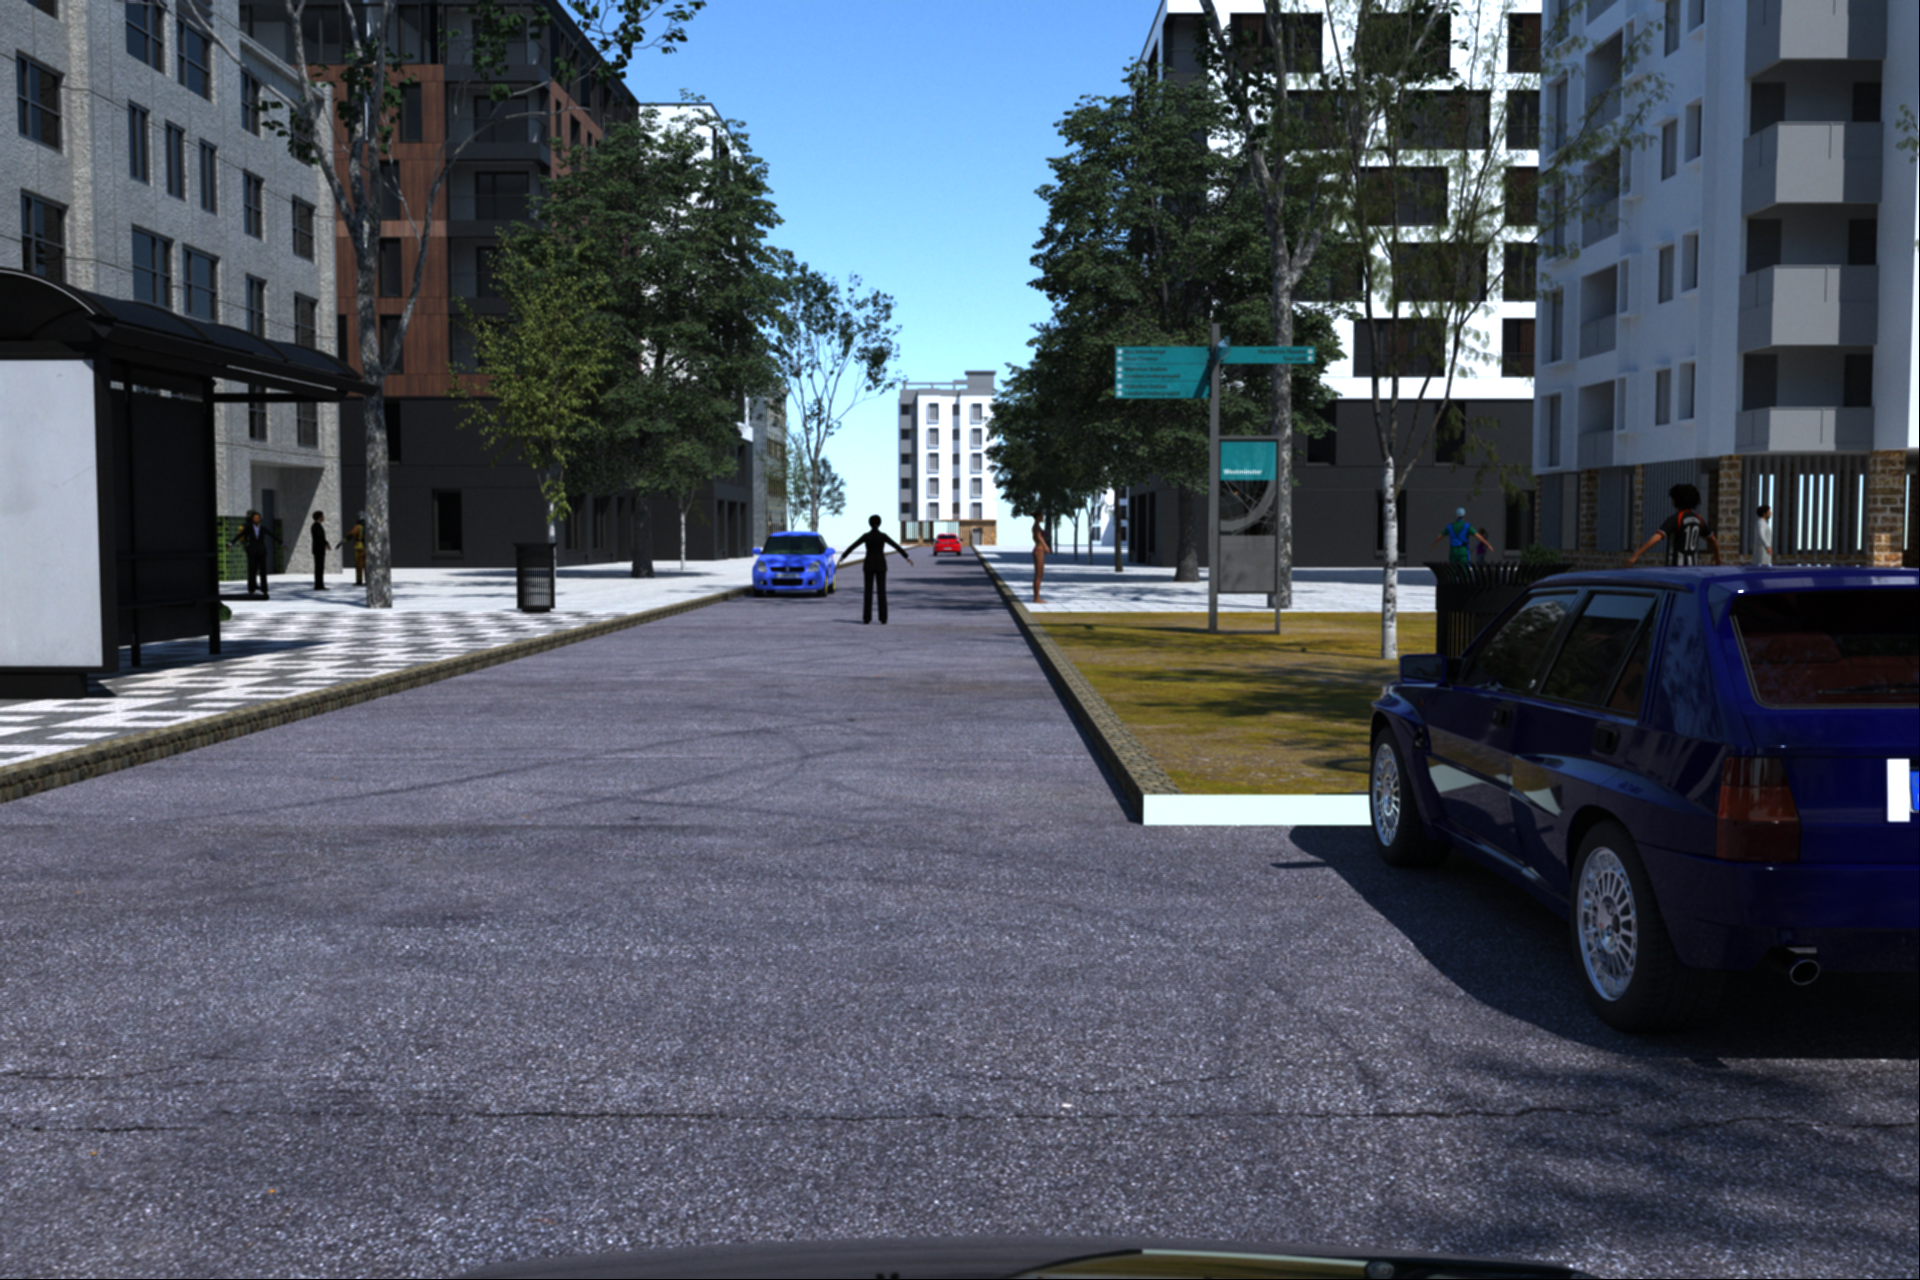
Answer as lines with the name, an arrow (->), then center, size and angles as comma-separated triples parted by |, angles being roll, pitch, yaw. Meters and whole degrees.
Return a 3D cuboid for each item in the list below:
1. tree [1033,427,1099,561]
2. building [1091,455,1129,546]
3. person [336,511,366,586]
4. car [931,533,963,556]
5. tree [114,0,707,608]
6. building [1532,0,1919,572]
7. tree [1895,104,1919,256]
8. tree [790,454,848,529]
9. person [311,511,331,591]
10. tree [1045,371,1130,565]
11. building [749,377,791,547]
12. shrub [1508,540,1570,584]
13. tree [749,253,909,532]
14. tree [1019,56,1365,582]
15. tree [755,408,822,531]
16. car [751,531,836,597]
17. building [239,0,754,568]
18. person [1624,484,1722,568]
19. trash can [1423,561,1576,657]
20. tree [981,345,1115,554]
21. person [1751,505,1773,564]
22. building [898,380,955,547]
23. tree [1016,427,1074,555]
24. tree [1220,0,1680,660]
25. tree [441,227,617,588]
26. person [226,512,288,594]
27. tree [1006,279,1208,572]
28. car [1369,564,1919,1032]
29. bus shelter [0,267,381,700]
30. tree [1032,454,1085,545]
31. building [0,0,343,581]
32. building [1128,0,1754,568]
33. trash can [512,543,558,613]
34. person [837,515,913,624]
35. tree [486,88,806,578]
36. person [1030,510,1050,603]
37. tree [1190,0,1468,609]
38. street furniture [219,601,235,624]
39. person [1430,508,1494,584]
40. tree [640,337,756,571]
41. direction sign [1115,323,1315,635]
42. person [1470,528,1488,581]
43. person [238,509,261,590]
tree -> 5.436, -8.001, 81.175 | 4.360, 8.622, 3.978 | 0, 3, 0
building -> 19.359, -14.724, 182.881 | 9.099, 9.664, 28.070 | 0, 4, 0
person -> -14.883, -2.283, 43.089 | 0.705, 1.858, 1.354 | 3, 4, 36
car -> -0.854, -6.397, 113.623 | 2.155, 1.783, 4.494 | 0, 4, -1
tree -> -10.260, -10.527, 28.013 | 12.611, 20.169, 13.585 | 0, 3, 0
building -> 21.075, -11.606, 46.172 | 16.016, 20.090, 11.380 | 0, 4, 0
tree -> 12.661, -4.230, 19.519 | 4.360, 8.622, 3.978 | 0, 3, 0
tree -> -16.365, -16.265, 200.340 | 7.601, 10.594, 8.767 | 0, 4, 5
person -> -14.564, -2.034, 39.441 | 0.705, 1.806, 1.347 | -2, 4, -31
tree -> 5.371, -7.377, 70.983 | 4.360, 8.622, 3.978 | 0, 3, 0
building -> -27.662, -20.987, 174.067 | 19.493, 23.208, 18.063 | 0, 4, 0
shrub -> 7.965, -0.778, 23.842 | 1.383, 1.207, 1.383 | 0, 3, 0
tree -> -9.524, -15.836, 114.804 | 12.611, 20.169, 13.585 | 0, 3, 0
tree -> 6.017, -8.518, 45.930 | 9.857, 13.997, 8.962 | 0, 3, 0
tree -> -9.678, -9.205, 100.868 | 4.360, 8.622, 3.978 | 0, 3, 0
car -> -3.856, -1.890, 40.491 | 1.945, 1.707, 3.694 | 0, 3, 0
building -> -25.736, -14.469, 80.541 | 27.936, 21.610, 32.646 | 0, 4, 1
person -> 7.820, -0.777, 18.840 | 1.345, 1.843, 0.704 | -2, 4, -23
trash can -> 2.749, 0.170, 8.875 | 0.748, 1.137, 0.748 | 0, 3, 0
tree -> 5.677, -12.593, 112.557 | 9.857, 13.997, 8.962 | 0, 3, 0
person -> 14.739, -1.563, 31.734 | 0.705, 1.806, 1.347 | 2, 4, 23
building -> -6.886, -21.121, 204.199 | 11.380, 20.090, 16.016 | 0, 4, -3
tree -> 5.989, -9.372, 103.592 | 4.360, 8.622, 3.978 | 0, 3, 0
tree -> 4.301, -4.119, 17.713 | 4.360, 8.622, 3.978 | 0, 3, 0
tree -> -9.907, -5.542, 40.978 | 4.737, 8.622, 4.395 | 0, 3, 0
person -> -14.764, -1.815, 36.393 | 1.216, 1.740, 0.721 | -2, 4, -25
tree -> 5.038, -7.559, 57.998 | 7.601, 10.594, 8.767 | -1, 4, -22
car -> 2.707, 0.382, 6.334 | 1.945, 1.354, 3.894 | 0, 4, -1
bus shelter -> -7.290, -1.344, 15.901 | 2.014, 3.302, 5.546 | 0, 4, 1
tree -> 11.278, -17.107, 205.454 | 9.928, 11.665, 9.643 | 0, 3, 0
building -> -28.090, -10.582, 39.467 | 16.747, 18.905, 31.486 | 0, 4, -1
building -> 21.676, -14.536, 81.644 | 27.936, 21.610, 32.646 | 0, 3, 0
trash can -> -6.967, -1.026, 28.433 | 0.748, 1.137, 0.748 | 0, 3, 0
person -> -1.356, -1.130, 27.646 | 1.216, 1.740, 0.721 | 0, 4, -3
tree -> -9.425, -8.807, 50.651 | 9.857, 13.997, 8.962 | 0, 3, 0
person -> 1.541, -1.559, 32.286 | 0.721, 1.733, 1.217 | 0, 4, -5
tree -> 6.686, -10.550, 28.386 | 12.611, 20.169, 13.585 | 0, 3, 0
street furniture -> -13.900, -0.460, 23.145 | 5.734, 0.657, 10.072 | 1, 4, 18
person -> 10.332, -1.814, 35.781 | 1.347, 1.817, 0.704 | 3, 4, 37
tree -> -9.865, -6.708, 60.033 | 4.360, 8.622, 3.978 | 0, 3, 0
direction sign -> 3.223, -2.001, 21.486 | 2.525, 3.948, 1.411 | 0, 4, 1
person -> 13.301, -2.150, 44.426 | 0.599, 1.433, 0.991 | 3, 4, 39
person -> -16.373, -2.102, 40.152 | 0.705, 1.856, 1.354 | -2, 4, -30
